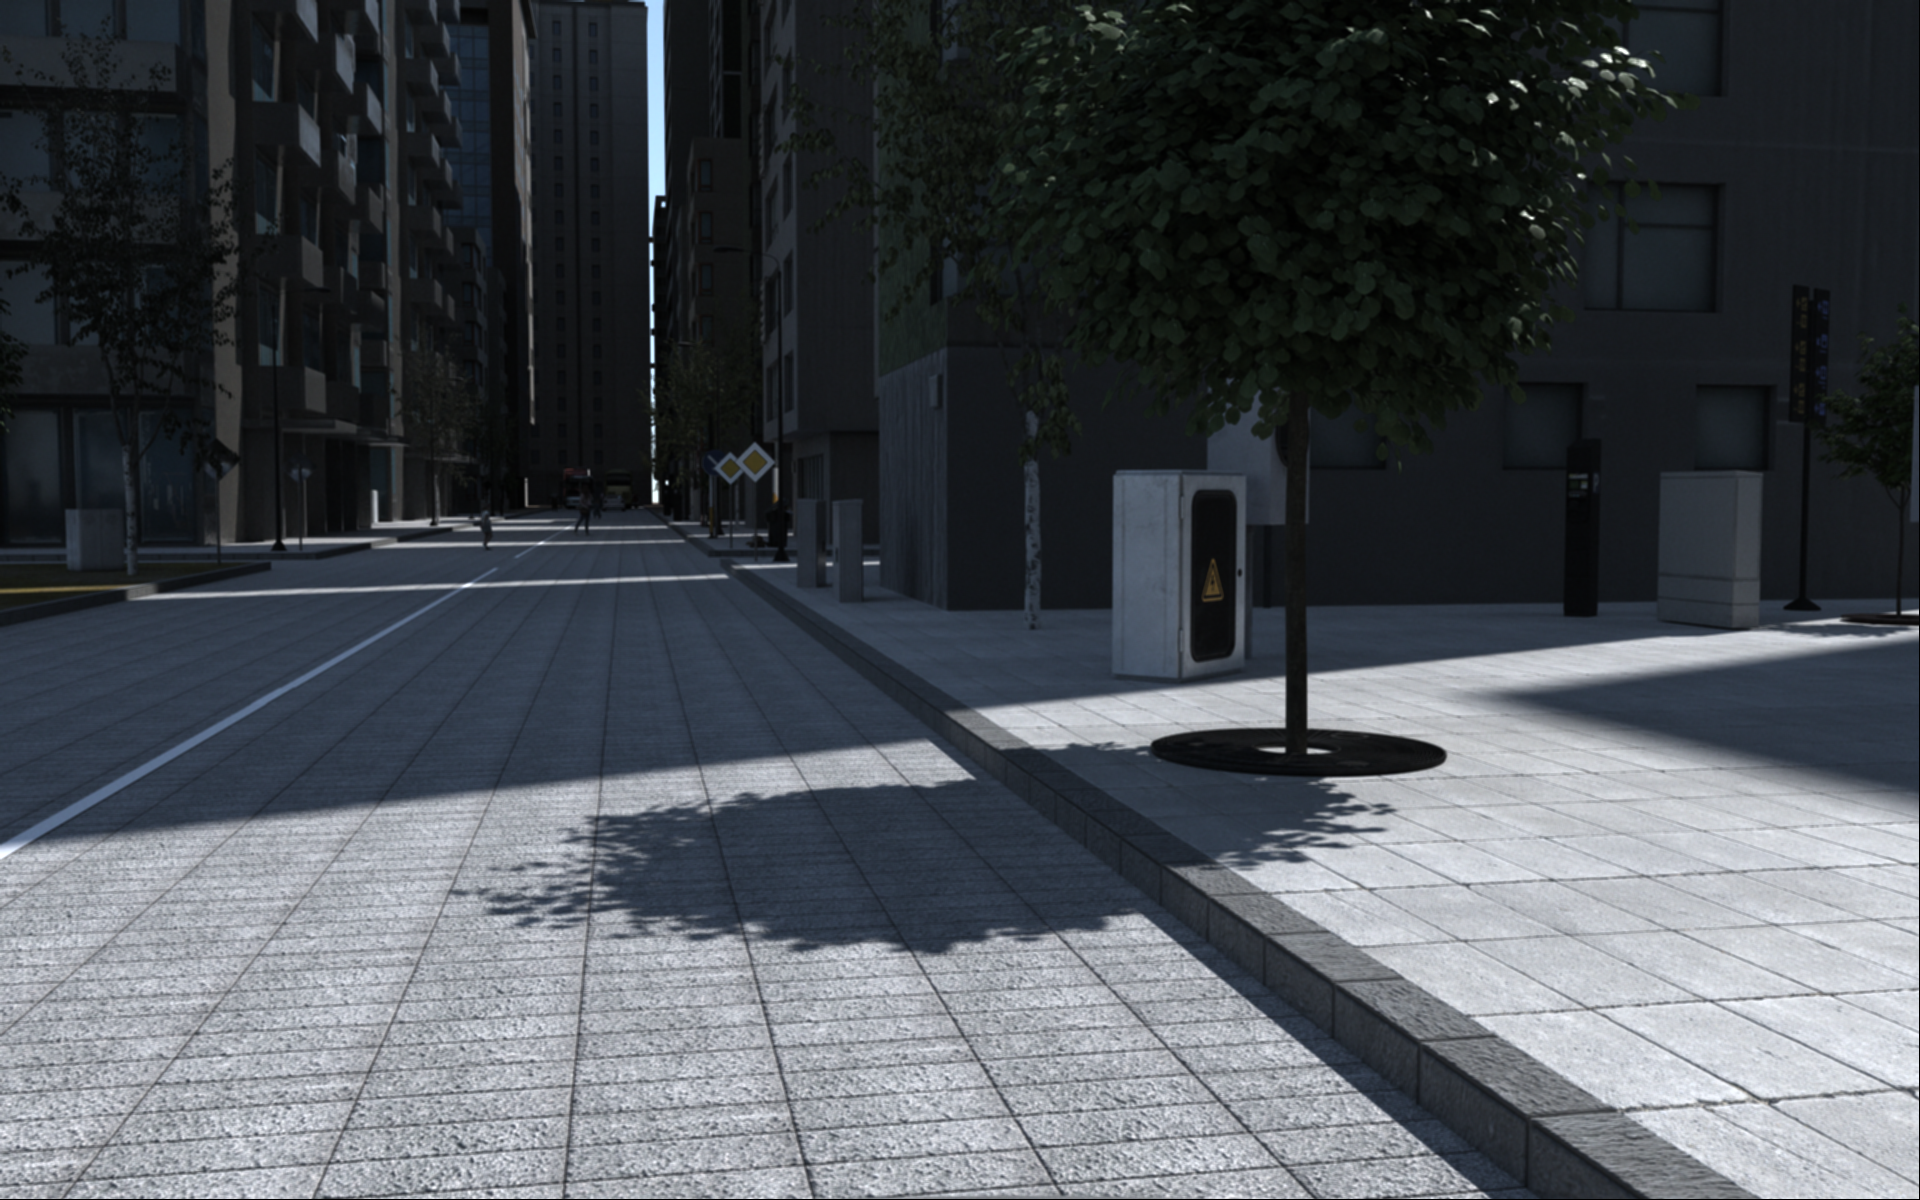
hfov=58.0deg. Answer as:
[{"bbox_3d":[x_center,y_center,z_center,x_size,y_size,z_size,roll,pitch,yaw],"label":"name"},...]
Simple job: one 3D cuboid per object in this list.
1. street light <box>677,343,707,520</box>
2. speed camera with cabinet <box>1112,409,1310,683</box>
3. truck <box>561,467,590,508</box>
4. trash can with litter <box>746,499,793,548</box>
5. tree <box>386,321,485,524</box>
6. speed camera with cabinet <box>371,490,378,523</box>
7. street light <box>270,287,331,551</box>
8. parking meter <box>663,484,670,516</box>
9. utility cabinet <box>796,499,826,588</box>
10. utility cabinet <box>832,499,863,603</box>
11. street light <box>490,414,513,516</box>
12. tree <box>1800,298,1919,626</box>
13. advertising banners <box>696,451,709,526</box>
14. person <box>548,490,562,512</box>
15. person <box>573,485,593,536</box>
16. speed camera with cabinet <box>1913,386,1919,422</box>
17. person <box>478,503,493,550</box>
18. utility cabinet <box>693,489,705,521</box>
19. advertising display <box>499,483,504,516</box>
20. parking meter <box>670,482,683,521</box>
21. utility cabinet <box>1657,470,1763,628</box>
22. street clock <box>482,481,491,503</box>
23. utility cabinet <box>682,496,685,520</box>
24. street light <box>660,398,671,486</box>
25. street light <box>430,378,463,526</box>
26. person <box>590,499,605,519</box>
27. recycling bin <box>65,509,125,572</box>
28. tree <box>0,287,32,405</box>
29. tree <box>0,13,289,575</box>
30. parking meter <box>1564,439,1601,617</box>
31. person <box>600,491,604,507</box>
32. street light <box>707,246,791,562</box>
[{"bbox_3d":[-7.976,-4.942,53.344,1.470,5.913,1.316,-1,4,-11],"label":"street light"},{"bbox_3d":[1.868,-1.116,12.578,0.660,3.252,2.038,3,4,36],"label":"speed camera with cabinet"},{"bbox_3d":[-40.054,-11.747,180.982,2.839,4.237,11.283,-1,4,-11],"label":"truck"},{"bbox_3d":[-4.572,-1.846,41.577,1.055,1.170,0.624,-2,4,-32],"label":"trash can with litter"},{"bbox_3d":[-22.285,-7.543,73.689,4.360,8.622,3.978,0,3,0],"label":"tree"},{"bbox_3d":[-26.601,-4.984,75.816,2.038,3.252,0.660,0,4,2],"label":"speed camera with cabinet"},{"bbox_3d":[-14.796,-4.058,38.894,1.470,5.913,1.316,-1,4,-11],"label":"street light"},{"bbox_3d":[-17.255,-5.895,102.099,0.399,1.863,0.255,1,4,18],"label":"parking meter"},{"bbox_3d":[-2.055,-0.792,24.116,0.306,1.237,1.020,0,4,2],"label":"utility cabinet"},{"bbox_3d":[-1.368,-0.598,20.940,0.306,1.237,1.020,-1,4,-9],"label":"utility cabinet"},{"bbox_3d":[-26.450,-7.791,99.923,1.470,5.913,1.316,-1,4,-11],"label":"street light"},{"bbox_3d":[9.300,-1.391,17.348,1.663,3.219,1.824,0,3,0],"label":"tree"},{"bbox_3d":[-10.370,-4.493,69.645,0.090,3.025,2.074,-1,4,-20],"label":"advertising banners"},{"bbox_3d":[-32.760,-8.001,140.054,1.217,1.736,0.721,-2,4,-24],"label":"person"},{"bbox_3d":[-13.013,-3.100,59.782,0.643,1.750,0.593,1,4,12],"label":"person"},{"bbox_3d":[8.641,-1.178,13.598,2.038,3.252,0.660,2,4,29],"label":"speed camera with cabinet"},{"bbox_3d":[-12.185,-1.883,44.305,0.382,1.210,0.505,-3,5,-44],"label":"person"},{"bbox_3d":[-12.275,-4.470,81.766,0.318,1.500,1.173,1,4,16],"label":"utility cabinet"},{"bbox_3d":[-27.094,-5.938,102.293,0.123,1.923,0.974,-1,4,-23],"label":"advertising display"},{"bbox_3d":[-13.465,-4.706,82.652,0.399,1.863,0.255,2,4,29],"label":"parking meter"},{"bbox_3d":[7.283,-0.499,16.836,0.318,1.500,1.173,-1,4,-12],"label":"utility cabinet"},{"bbox_3d":[-25.330,-5.389,92.684,0.358,2.002,0.471,3,4,39],"label":"street clock"},{"bbox_3d":[-14.049,-4.627,86.816,0.306,1.237,1.020,-2,4,-23],"label":"utility cabinet"},{"bbox_3d":[-13.833,-6.822,84.086,1.470,5.913,1.316,-1,4,-11],"label":"street light"},{"bbox_3d":[-20.531,-5.914,69.232,1.470,5.913,1.316,-1,4,-11],"label":"street light"},{"bbox_3d":[-21.059,-5.264,100.062,1.012,1.151,0.738,-1,4,-10],"label":"person"},{"bbox_3d":[-14.489,-1.006,29.009,0.722,1.027,0.722,-3,5,-42],"label":"recycling bin"},{"bbox_3d":[-13.208,-2.288,21.129,4.285,4.588,4.351,0,3,0],"label":"tree"},{"bbox_3d":[-12.959,-4.690,27.052,4.360,8.622,3.978,0,3,0],"label":"tree"},{"bbox_3d":[6.519,-0.760,18.144,0.255,1.863,0.399,3,4,37],"label":"parking meter"},{"bbox_3d":[-30.845,-8.578,149.682,0.436,1.711,0.756,-1,4,-12],"label":"person"},{"bbox_3d":[-3.931,-3.677,32.665,1.470,5.913,1.316,-1,4,-11],"label":"street light"}]
